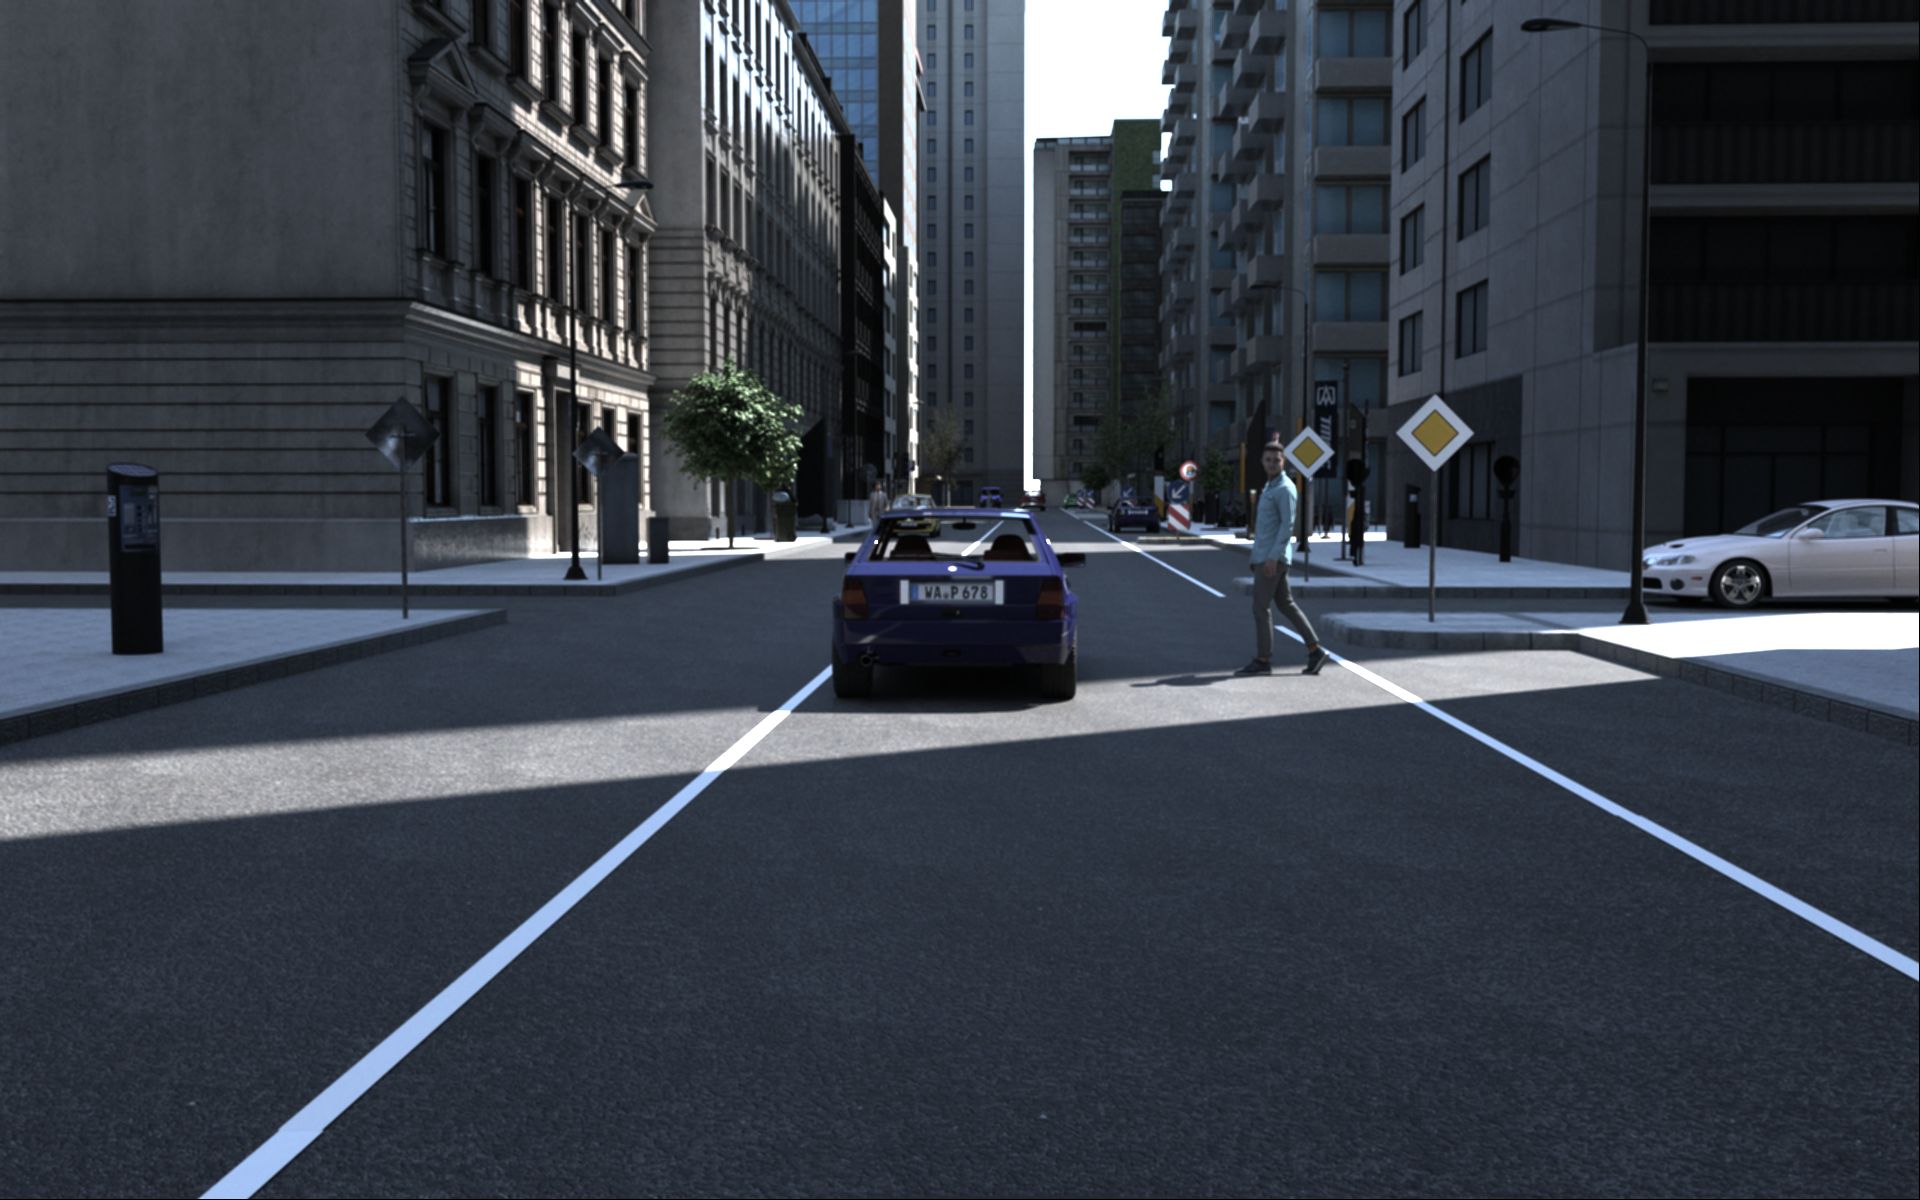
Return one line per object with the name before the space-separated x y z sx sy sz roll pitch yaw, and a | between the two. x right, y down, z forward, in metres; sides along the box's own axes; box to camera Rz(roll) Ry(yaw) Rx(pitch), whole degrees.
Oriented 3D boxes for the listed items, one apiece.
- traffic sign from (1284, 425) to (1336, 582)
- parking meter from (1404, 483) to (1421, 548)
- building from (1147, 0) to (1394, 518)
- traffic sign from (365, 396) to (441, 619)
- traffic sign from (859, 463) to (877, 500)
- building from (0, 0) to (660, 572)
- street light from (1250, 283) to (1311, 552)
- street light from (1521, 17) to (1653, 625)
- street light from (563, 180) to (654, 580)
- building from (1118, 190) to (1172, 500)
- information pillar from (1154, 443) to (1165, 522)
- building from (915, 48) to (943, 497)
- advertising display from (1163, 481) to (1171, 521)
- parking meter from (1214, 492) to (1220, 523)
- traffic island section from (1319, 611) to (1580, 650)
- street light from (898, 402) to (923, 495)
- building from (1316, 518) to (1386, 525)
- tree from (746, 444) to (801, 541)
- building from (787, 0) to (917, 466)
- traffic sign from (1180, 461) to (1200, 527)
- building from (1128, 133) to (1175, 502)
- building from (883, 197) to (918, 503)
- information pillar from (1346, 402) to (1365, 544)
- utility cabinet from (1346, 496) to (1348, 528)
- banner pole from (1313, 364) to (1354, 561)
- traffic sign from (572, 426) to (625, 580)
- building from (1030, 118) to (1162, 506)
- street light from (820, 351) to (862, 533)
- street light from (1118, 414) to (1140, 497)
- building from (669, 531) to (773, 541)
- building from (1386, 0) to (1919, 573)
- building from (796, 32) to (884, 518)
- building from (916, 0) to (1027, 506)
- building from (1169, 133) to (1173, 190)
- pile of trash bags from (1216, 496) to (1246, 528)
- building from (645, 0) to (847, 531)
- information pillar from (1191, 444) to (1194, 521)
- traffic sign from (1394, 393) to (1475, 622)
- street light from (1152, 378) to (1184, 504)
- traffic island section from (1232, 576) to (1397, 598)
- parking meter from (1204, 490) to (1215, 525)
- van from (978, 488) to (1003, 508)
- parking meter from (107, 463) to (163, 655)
traffic sign | 5.066 -1.324 25.285 0.795 2.450 0.064 0 4 2
parking meter | 10.778 -2.008 41.236 0.372 1.533 0.369 0 3 0
building | 25.575 -30.597 119.870 23.786 49.044 30.456 0 4 2
traffic sign | -5.709 -0.864 17.772 0.795 2.450 0.064 0 4 2
traffic sign | -3.830 -4.401 72.069 0.768 2.556 0.104 0 4 7
building | -13.250 -10.544 37.025 10.561 19.102 19.286 0 4 2
street light | 7.081 -4.022 38.306 1.470 5.913 1.316 0 4 2
street light | 6.163 -2.721 17.026 1.470 5.913 1.316 0 4 2
street light | -5.232 -3.258 25.802 1.470 5.913 1.316 0 4 2
building | 22.219 -24.166 166.810 14.160 30.474 14.107 0 4 2
information pillar | 9.174 -5.399 79.623 0.504 3.616 0.183 3 4 37
building | -16.457 -31.156 164.020 28.867 44.769 22.147 0 4 2
advertising display | 9.736 -4.761 83.060 0.974 1.923 0.123 -3 5 -40
parking meter | 11.259 -4.160 76.424 0.372 1.533 0.369 0 3 0
traffic island section | 4.749 0.300 17.384 2.009 0.180 2.903 0 4 2
street light | -2.541 -7.008 87.118 1.470 5.913 1.316 0 4 2
building | 24.316 -28.282 82.016 23.786 49.044 30.456 0 4 2
tree | -5.132 -3.267 48.018 1.663 3.219 1.824 0 3 0
building | -10.807 -29.751 136.545 14.600 45.320 14.200 0 4 2
traffic sign | 8.851 -4.072 66.676 0.768 2.556 0.104 0 4 5
building | 30.796 -27.843 147.116 32.217 40.220 23.993 0 4 2
building | -17.601 -16.574 116.032 27.650 21.520 28.899 0 4 2
information pillar | 10.086 -3.227 44.123 0.183 3.616 0.504 -2 4 -32
utility cabinet | 15.038 -3.393 66.631 0.306 1.237 1.020 2 4 25
banner pole | 7.235 -2.664 33.568 0.863 3.779 0.401 2 4 32
traffic sign | -5.368 -1.352 25.750 0.795 2.450 0.064 0 4 2
building | 14.889 -31.093 191.962 14.086 41.232 14.154 0 4 2
street light | -3.877 -5.133 56.459 1.470 5.913 1.316 0 4 2
street light | 9.798 -7.804 100.134 1.470 5.913 1.316 0 4 2
building | -11.163 -12.634 55.712 9.793 20.994 18.267 0 4 2
building | 21.647 -36.541 35.697 20.611 71.187 20.563 0 4 2
building | -10.861 -16.030 91.771 12.332 23.373 15.834 0 4 2
building | -6.643 -39.995 195.915 28.212 58.520 21.231 0 4 2
building | 36.551 -33.097 195.756 28.867 44.769 22.147 0 4 2
pile of trash bags | 11.242 -3.484 66.720 1.912 1.369 3.447 2 4 30
building | -10.656 -13.752 74.003 9.793 20.994 18.267 0 4 2
information pillar | 10.959 -5.521 81.616 0.183 3.616 0.504 1 4 16
traffic sign | 4.725 -0.836 17.308 0.795 2.450 0.064 0 4 2
street light | 8.394 -5.929 69.479 1.470 5.913 1.316 0 4 2
traffic island section | 5.090 -0.188 25.362 2.009 0.180 2.903 0 4 2
parking meter | 10.463 -4.095 72.667 0.399 1.863 0.255 -3 4 -37
van | 2.854 -9.465 159.131 2.240 2.365 5.245 0 4 2
parking meter | -6.638 -0.338 13.937 0.372 1.533 0.369 0 3 0
